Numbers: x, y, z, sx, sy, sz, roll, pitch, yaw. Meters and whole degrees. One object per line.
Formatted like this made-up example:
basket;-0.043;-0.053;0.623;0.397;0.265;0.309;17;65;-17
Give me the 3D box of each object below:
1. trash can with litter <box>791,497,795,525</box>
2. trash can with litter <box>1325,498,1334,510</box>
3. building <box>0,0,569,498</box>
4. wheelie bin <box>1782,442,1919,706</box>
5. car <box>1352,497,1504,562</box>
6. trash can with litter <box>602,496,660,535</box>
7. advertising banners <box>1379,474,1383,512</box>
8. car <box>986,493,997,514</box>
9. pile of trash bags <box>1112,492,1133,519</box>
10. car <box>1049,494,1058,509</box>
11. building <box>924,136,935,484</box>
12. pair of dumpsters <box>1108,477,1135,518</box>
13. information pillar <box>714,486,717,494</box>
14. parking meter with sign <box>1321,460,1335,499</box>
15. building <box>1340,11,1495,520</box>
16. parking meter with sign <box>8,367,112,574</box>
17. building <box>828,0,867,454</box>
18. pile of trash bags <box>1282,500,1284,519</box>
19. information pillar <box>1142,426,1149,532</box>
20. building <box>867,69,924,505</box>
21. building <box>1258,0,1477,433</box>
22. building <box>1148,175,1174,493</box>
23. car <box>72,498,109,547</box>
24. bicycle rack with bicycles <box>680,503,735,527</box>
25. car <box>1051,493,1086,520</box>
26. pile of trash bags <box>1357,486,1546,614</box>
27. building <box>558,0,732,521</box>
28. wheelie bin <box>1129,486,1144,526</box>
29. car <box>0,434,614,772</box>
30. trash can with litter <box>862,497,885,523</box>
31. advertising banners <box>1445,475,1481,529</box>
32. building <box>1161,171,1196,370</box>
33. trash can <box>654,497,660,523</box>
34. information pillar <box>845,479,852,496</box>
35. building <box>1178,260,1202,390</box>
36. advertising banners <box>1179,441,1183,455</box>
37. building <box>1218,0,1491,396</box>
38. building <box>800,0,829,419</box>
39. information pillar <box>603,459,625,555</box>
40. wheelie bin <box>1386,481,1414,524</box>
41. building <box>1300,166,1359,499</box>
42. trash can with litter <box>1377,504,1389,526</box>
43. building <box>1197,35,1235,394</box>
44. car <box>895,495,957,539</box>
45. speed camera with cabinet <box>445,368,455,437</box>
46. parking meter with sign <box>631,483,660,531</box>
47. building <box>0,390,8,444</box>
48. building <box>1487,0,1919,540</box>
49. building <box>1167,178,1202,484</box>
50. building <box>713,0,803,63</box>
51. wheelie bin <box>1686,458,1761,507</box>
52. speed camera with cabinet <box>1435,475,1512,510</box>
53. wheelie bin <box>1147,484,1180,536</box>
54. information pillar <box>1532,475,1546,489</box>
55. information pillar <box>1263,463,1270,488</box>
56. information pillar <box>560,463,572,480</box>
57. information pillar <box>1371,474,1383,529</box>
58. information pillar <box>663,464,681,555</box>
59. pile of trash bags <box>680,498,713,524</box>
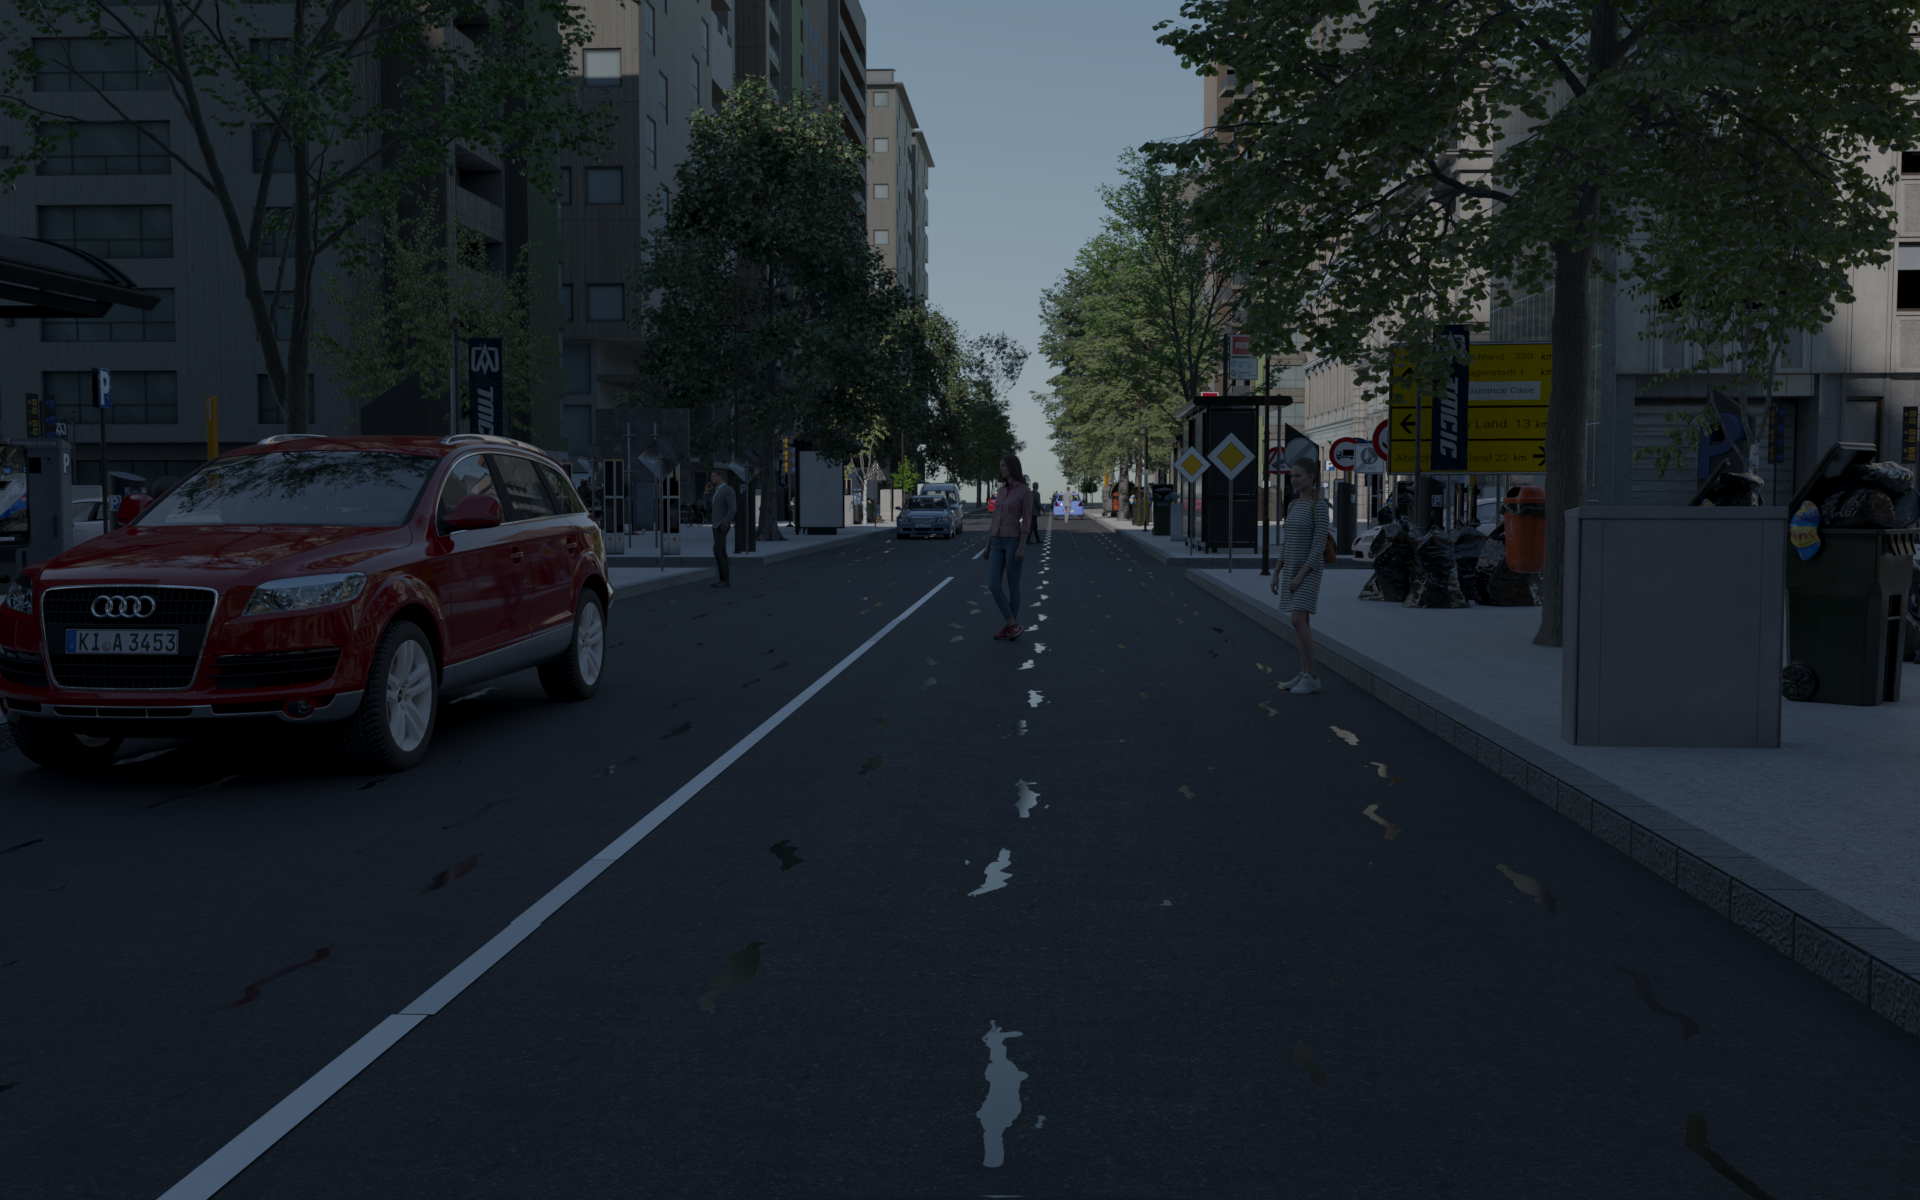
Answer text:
trash can with litter;-6.496;-3.682;71.592;1.055;1.170;0.624;-3;5;-42
trash can with litter;11.525;-2.697;55.487;0.624;1.170;1.055;2;4;30
building;-22.383;-17.582;59.161;14.160;30.474;14.107;0;4;3
wheelie bin;5.531;-0.174;10.749;0.980;1.594;0.693;-3;5;-43
car;9.871;-1.247;32.744;4.827;1.381;2.083;0;4;4
trash can with litter;-10.599;-2.665;54.622;1.678;1.210;2.233;-3;5;-44
advertising banners;11.793;-3.202;48.545;0.090;3.025;2.074;1;4;12
car;2.934;-7.116;125.379;2.155;1.783;4.494;0;4;1
pile of trash bags;9.428;-4.892;89.736;3.447;1.369;1.912;-2;4;-25
car;9.706;-9.506;167.223;2.131;1.459;4.920;0;4;1
building;-18.639;-40.272;247.681;28.713;52.752;27.495;0;4;3
pair of dumpsters;8.981;-5.674;95.256;1.574;2.255;4.437;0;4;3
information pillar;-8.051;-3.269;57.947;0.304;2.012;0.304;-1;4;-14
parking meter with sign;18.834;-5.709;89.608;0.543;3.016;1.738;0;4;-6
building;25.447;-14.385;76.997;13.314;21.916;24.055;0;4;3
parking meter with sign;-12.731;-1.696;23.984;1.738;3.016;0.543;-1;4;-9
building;-19.845;-32.267;151.271;21.300;48.544;21.600;0;4;3
pile of trash bags;16.100;-5.008;91.632;3.447;1.369;1.912;2;4;28
information pillar;6.356;-4.149;59.198;0.183;3.616;0.504;0;3;0
building;-20.350;-38.596;220.290;28.713;52.752;27.495;0;4;3
building;28.161;-26.932;123.937;14.154;41.232;14.086;0;4;3
building;39.224;-38.789;257.898;21.300;48.544;21.600;0;4;3
car;-16.774;-1.298;33.588;4.827;1.381;2.083;0;4;4
bicycle rack with bicycles;-9.614;-3.282;67.050;2.852;0.926;2.925;1;4;9
car;6.065;-5.330;96.744;1.945;1.707;3.694;0;4;3
pile of trash bags;5.902;-0.613;19.778;1.912;1.369;3.447;0;4;-6
building;-27.569;-30.848;93.596;28.713;52.752;27.495;0;4;3
wheelie bin;7.394;-3.817;70.318;0.980;1.594;0.693;-1;4;-11
car;-3.704;-0.124;10.699;2.281;1.827;5.304;0;4;5
trash can with litter;-3.899;-4.035;77.352;1.055;1.170;0.624;-3;5;-40
advertising banners;7.101;-1.738;24.609;0.090;3.025;2.074;0;4;3
building;35.140;-36.055;239.602;14.600;45.320;14.200;0;4;3
trash can;-13.254;-3.957;76.343;0.748;1.137;0.748;0;3;0
information pillar;-5.392;-4.800;82.973;0.304;2.012;0.304;-3;4;-36
building;33.647;-26.924;211.908;14.160;30.474;14.107;0;4;3
advertising banners;8.115;-3.753;57.552;2.074;3.025;0.090;-2;4;-28
building;33.264;-30.009;145.263;22.147;44.769;28.867;0;4;3
building;-17.861;-29.557;133.371;14.600;45.320;14.200;0;4;3
information pillar;-7.330;-1.970;36.701;0.304;2.012;0.304;2;4;28
wheelie bin;10.490;-2.008;40.732;0.980;1.594;0.693;-3;5;-41
building;26.415;-16.118;99.694;11.583;22.565;21.152;0;4;3
trash can with litter;10.166;-1.876;42.066;1.055;1.170;0.624;1;4;16
building;30.897;-31.608;166.898;14.600;45.320;14.200;0;4;3
car;-1.080;-2.716;56.413;2.014;1.417;4.499;0;4;2
speed camera with cabinet;-7.404;-1.979;26.688;0.660;3.252;2.038;-2;4;-30
parking meter with sign;-11.040;-3.920;60.346;1.738;3.016;0.543;-3;4;-37
building;-44.084;-22.848;65.440;23.993;40.220;32.217;0;4;3
building;27.257;-14.243;50.902;19.932;24.808;12.078;0;4;3
building;34.068;-33.153;225.647;14.154;41.232;14.086;0;4;3
building;-18.719;-26.643;119.201;14.154;41.232;14.086;0;4;3
wheelie bin;6.880;-0.473;15.643;0.693;1.594;0.980;1;4;22
speed camera with cabinet;11.781;-2.730;38.976;2.038;3.252;0.660;2;4;28
wheelie bin;6.293;-2.792;53.558;0.980;1.594;0.693;0;4;6
information pillar;8.306;-2.017;24.327;0.504;3.616;0.183;1;4;13
information pillar;19.299;-7.195;108.992;0.504;3.616;0.183;-1;4;-18
information pillar;-9.300;-2.212;40.661;0.304;2.012;0.304;3;5;42
information pillar;14.499;-3.410;60.238;0.304;2.012;0.304;-3;5;-44
information pillar;-6.083;-1.951;36.383;0.304;2.012;0.304;-3;5;-42
pile of trash bags;-11.472;-3.968;74.630;1.912;1.369;3.447;2;4;27
